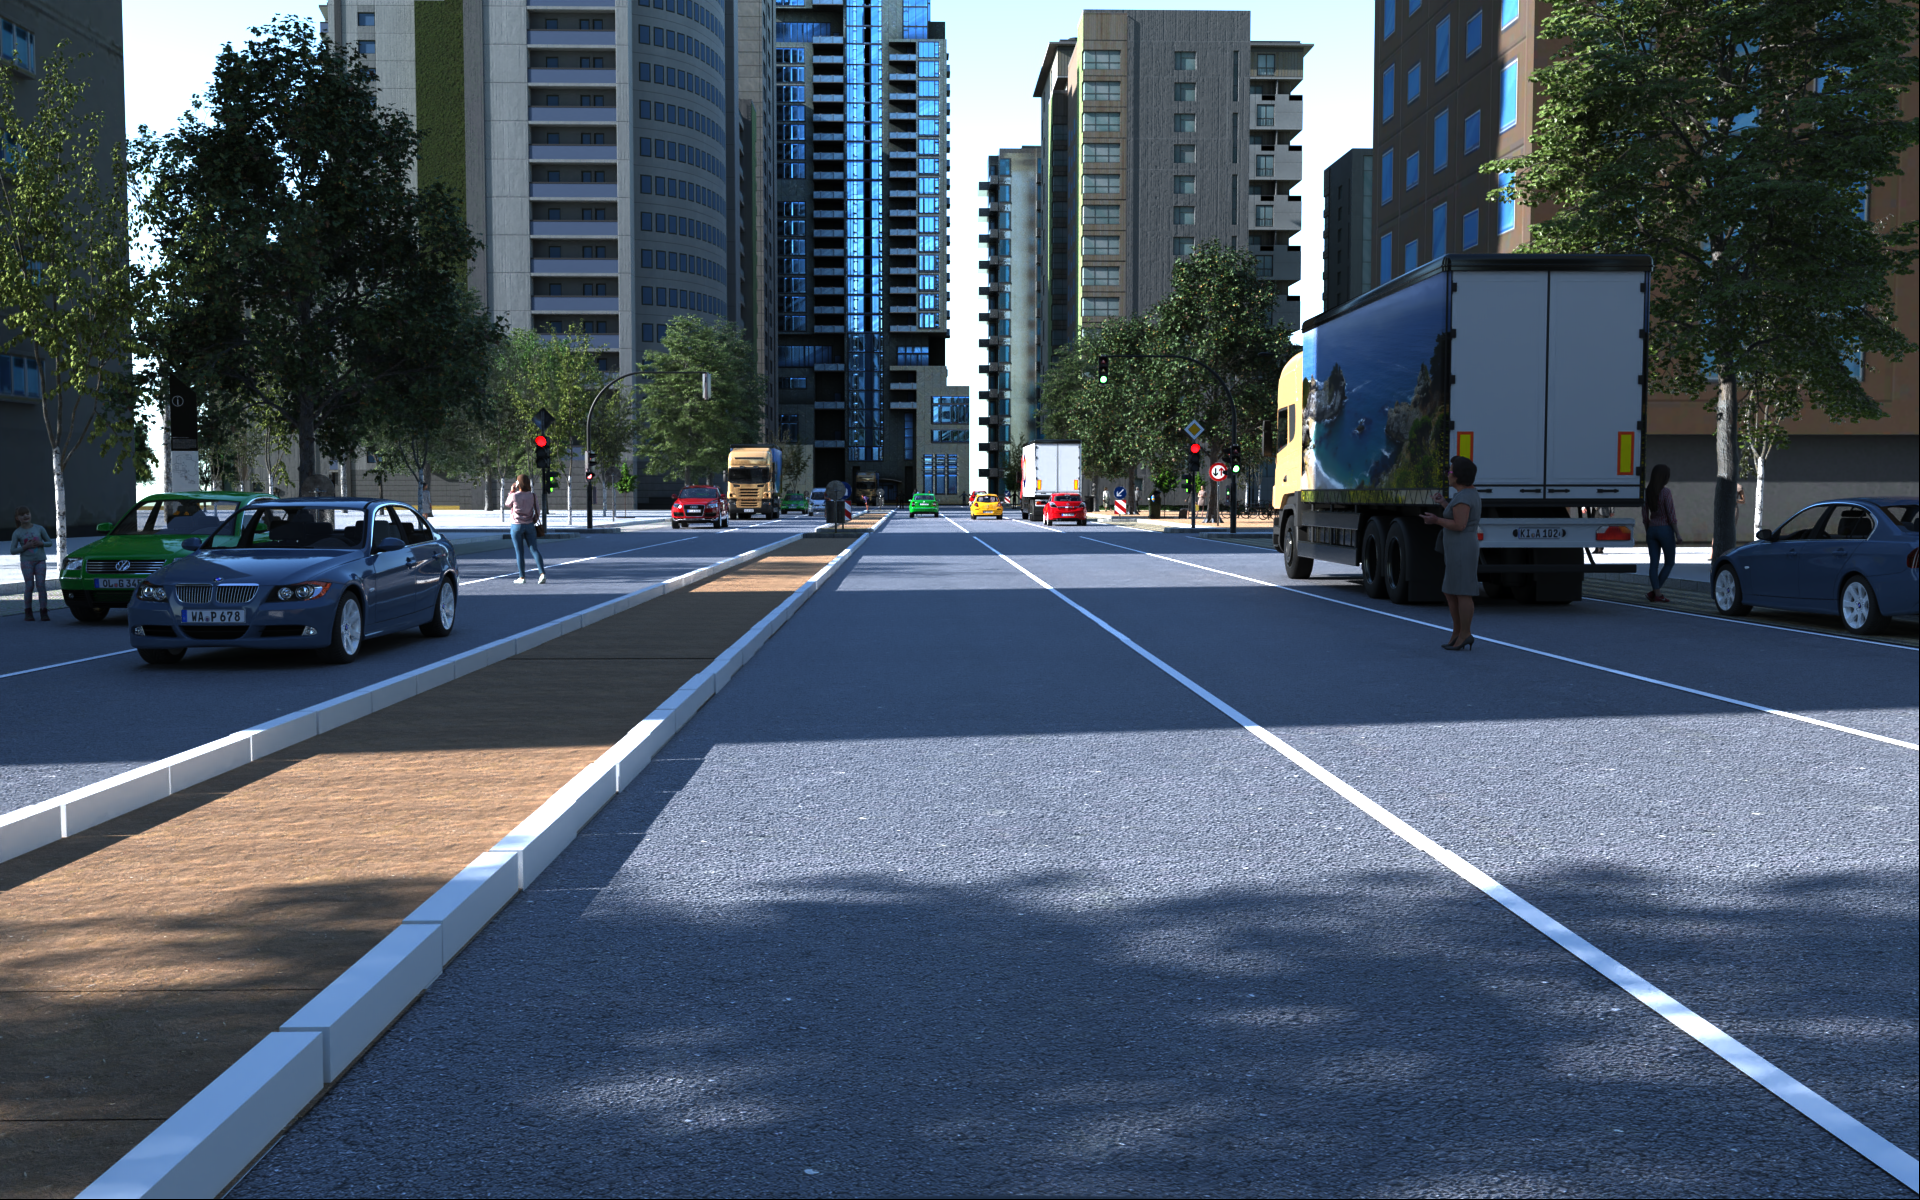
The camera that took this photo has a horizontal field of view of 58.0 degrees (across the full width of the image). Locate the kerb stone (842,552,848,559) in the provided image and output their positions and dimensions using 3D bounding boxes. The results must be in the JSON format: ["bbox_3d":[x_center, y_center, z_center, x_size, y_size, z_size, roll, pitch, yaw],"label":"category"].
[{"bbox_3d":[-2.496,-0.875,36.495,0.120,0.150,1.000,0,4,-2],"label":"kerb stone"}]

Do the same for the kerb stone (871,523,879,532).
[{"bbox_3d":[-3.428,-2.907,69.755,0.120,0.150,1.000,0,4,-2],"label":"kerb stone"}]

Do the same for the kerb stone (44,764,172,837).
[{"bbox_3d":[-3.777,0.889,7.672,0.120,0.150,1.000,0,4,-2],"label":"kerb stone"}]

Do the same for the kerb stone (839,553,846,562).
[{"bbox_3d":[-2.463,-0.812,35.474,0.120,0.150,1.000,0,4,-2],"label":"kerb stone"}]

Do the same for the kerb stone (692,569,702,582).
[{"bbox_3d":[-4.356,-0.365,28.164,0.120,0.150,1.000,0,4,-2],"label":"kerb stone"}]

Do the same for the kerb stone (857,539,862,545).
[{"bbox_3d":[-2.779,-1.500,46.757,0.120,0.150,1.000,0,4,-2],"label":"kerb stone"}]

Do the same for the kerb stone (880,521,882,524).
[{"bbox_3d":[-3.604,-3.284,75.887,0.120,0.150,1.000,0,4,-2],"label":"kerb stone"}]

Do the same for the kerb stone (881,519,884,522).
[{"bbox_3d":[-3.716,-3.534,79.978,0.120,0.150,1.000,0,4,-2],"label":"kerb stone"}]

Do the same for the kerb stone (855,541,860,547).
[{"bbox_3d":[-2.724,-1.370,44.705,0.120,0.150,1.000,0,4,-2],"label":"kerb stone"}]

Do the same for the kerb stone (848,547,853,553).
[{"bbox_3d":[-2.582,-1.063,39.569,0.120,0.150,1.000,0,4,-2],"label":"kerb stone"}]

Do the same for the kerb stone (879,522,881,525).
[{"bbox_3d":[-3.511,-3.096,72.820,0.120,0.150,1.000,0,4,-2],"label":"kerb stone"}]

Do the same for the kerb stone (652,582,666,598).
[{"bbox_3d":[-4.252,-0.114,24.067,0.120,0.150,1.000,0,4,-2],"label":"kerb stone"}]

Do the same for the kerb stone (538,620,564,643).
[{"bbox_3d":[-4.050,0.331,16.884,0.120,0.150,1.000,0,4,-2],"label":"kerb stone"}]

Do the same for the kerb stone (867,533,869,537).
[{"bbox_3d":[-2.989,-1.942,53.942,0.120,0.150,1.000,0,4,-2],"label":"kerb stone"}]

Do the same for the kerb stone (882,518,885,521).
[{"bbox_3d":[-3.802,-3.721,83.051,0.120,0.150,1.000,0,4,-2],"label":"kerb stone"}]

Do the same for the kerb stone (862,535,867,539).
[{"bbox_3d":[-2.892,-1.754,50.866,0.120,0.150,1.000,0,4,-2],"label":"kerb stone"}]

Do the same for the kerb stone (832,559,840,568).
[{"bbox_3d":[-2.380,-0.624,32.401,0.120,0.150,1.000,0,4,-2],"label":"kerb stone"}]

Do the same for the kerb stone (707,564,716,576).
[{"bbox_3d":[-4.422,-0.489,30.242,0.120,0.150,1.000,0,4,-2],"label":"kerb stone"}]

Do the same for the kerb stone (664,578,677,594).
[{"bbox_3d":[-4.267,-0.178,25.099,0.120,0.150,1.000,0,4,-2],"label":"kerb stone"}]

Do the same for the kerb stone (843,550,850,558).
[{"bbox_3d":[-2.524,-0.932,37.517,0.120,0.150,1.000,0,4,-2],"label":"kerb stone"}]

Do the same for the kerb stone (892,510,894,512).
[{"bbox_3d":[-4.906,-6.102,121.962,0.120,0.150,1.000,0,4,-2],"label":"kerb stone"}]

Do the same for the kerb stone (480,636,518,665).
[{"bbox_3d":[-3.987,0.450,14.840,0.120,0.150,1.000,0,4,-2],"label":"kerb stone"}]

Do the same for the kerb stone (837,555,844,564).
[{"bbox_3d":[-2.435,-0.749,34.448,0.120,0.150,1.000,0,4,-2],"label":"kerb stone"}]

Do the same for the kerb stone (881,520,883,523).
[{"bbox_3d":[-3.669,-3.408,77.931,0.120,0.150,1.000,0,4,-2],"label":"kerb stone"}]

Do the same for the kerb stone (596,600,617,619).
[{"bbox_3d":[-4.132,0.136,19.967,0.120,0.150,1.000,0,4,-2],"label":"kerb stone"}]

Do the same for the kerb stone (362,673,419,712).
[{"bbox_3d":[-3.897,0.638,11.764,0.120,0.150,1.000,0,4,-2],"label":"kerb stone"}]

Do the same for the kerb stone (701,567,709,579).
[{"bbox_3d":[-4.393,-0.428,29.198,0.120,0.150,1.000,0,4,-2],"label":"kerb stone"}]

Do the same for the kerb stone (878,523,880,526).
[{"bbox_3d":[-3.459,-2.968,70.777,0.120,0.150,1.000,0,4,-2],"label":"kerb stone"}]

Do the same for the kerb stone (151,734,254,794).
[{"bbox_3d":[-3.812,0.829,8.695,0.120,0.150,1.000,0,4,-2],"label":"kerb stone"}]

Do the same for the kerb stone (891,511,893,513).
[{"bbox_3d":[-4.722,-5.726,115.818,0.120,0.150,1.000,0,4,-2],"label":"kerb stone"}]

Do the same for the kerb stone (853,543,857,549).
[{"bbox_3d":[-2.672,-1.250,42.639,0.120,0.150,1.000,0,4,-2],"label":"kerb stone"}]

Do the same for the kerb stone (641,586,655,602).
[{"bbox_3d":[-4.222,-0.052,23.043,0.120,0.150,1.000,0,4,-2],"label":"kerb stone"}]

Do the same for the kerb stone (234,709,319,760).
[{"bbox_3d":[-3.843,0.763,9.718,0.120,0.150,1.000,0,4,-2],"label":"kerb stone"}]

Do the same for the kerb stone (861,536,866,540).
[{"bbox_3d":[-2.863,-1.691,49.837,0.120,0.150,1.000,0,4,-2],"label":"kerb stone"}]

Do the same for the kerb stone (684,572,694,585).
[{"bbox_3d":[-4.328,-0.298,27.142,0.120,0.150,1.000,0,4,-2],"label":"kerb stone"}]

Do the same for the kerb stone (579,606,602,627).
[{"bbox_3d":[-4.097,0.199,18.945,0.120,0.150,1.000,0,4,-2],"label":"kerb stone"}]

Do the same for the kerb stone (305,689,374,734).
[{"bbox_3d":[-3.866,0.701,10.742,0.120,0.150,1.000,0,4,-2],"label":"kerb stone"}]

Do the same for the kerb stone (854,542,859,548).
[{"bbox_3d":[-2.698,-1.313,43.670,0.120,0.150,1.000,0,4,-2],"label":"kerb stone"}]

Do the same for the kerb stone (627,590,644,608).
[{"bbox_3d":[-4.186,0.011,22.022,0.120,0.150,1.000,0,4,-2],"label":"kerb stone"}]

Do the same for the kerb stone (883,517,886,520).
[{"bbox_3d":[-3.895,-3.906,86.125,0.120,0.150,1.000,0,4,-2],"label":"kerb stone"}]

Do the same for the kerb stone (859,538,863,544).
[{"bbox_3d":[-2.810,-1.566,47.792,0.120,0.150,1.000,0,4,-2],"label":"kerb stone"}]

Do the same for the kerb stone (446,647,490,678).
[{"bbox_3d":[-3.957,0.513,13.818,0.120,0.150,1.000,0,4,-2],"label":"kerb stone"}]

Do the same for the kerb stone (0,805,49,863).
[{"bbox_3d":[-3.756,0.951,6.648,0.120,0.150,1.000,0,4,-2],"label":"kerb stone"}]

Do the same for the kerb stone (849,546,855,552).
[{"bbox_3d":[-2.605,-1.125,40.591,0.120,0.150,1.000,0,4,-2],"label":"kerb stone"}]

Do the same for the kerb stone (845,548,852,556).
[{"bbox_3d":[-2.548,-1.000,38.545,0.120,0.150,1.000,0,4,-2],"label":"kerb stone"}]

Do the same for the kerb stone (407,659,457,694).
[{"bbox_3d":[-3.926,0.576,12.787,0.120,0.150,1.000,0,4,-2],"label":"kerb stone"}]

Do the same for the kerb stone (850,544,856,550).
[{"bbox_3d":[-2.640,-1.188,41.618,0.120,0.150,1.000,0,4,-2],"label":"kerb stone"}]

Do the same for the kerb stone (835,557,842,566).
[{"bbox_3d":[-2.404,-0.687,33.426,0.120,0.150,1.000,0,4,-2],"label":"kerb stone"}]

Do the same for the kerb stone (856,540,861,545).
[{"bbox_3d":[-2.755,-1.440,45.736,0.120,0.150,1.000,0,4,-2],"label":"kerb stone"}]

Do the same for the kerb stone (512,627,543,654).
[{"bbox_3d":[-4.006,0.387,15.862,0.120,0.150,1.000,0,4,-2],"label":"kerb stone"}]

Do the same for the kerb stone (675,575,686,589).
[{"bbox_3d":[-4.304,-0.240,26.120,0.120,0.150,1.000,0,4,-2],"label":"kerb stone"}]

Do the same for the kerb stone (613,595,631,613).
[{"bbox_3d":[-4.158,0.074,20.992,0.120,0.150,1.000,0,4,-2],"label":"kerb stone"}]

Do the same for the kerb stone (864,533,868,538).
[{"bbox_3d":[-2.953,-1.879,52.921,0.120,0.150,1.000,0,4,-2],"label":"kerb stone"}]

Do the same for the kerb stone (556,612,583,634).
[{"bbox_3d":[-4.080,0.264,17.917,0.120,0.150,1.000,0,4,-2],"label":"kerb stone"}]

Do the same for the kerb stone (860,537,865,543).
[{"bbox_3d":[-2.837,-1.628,48.816,0.120,0.150,1.000,0,4,-2],"label":"kerb stone"}]
